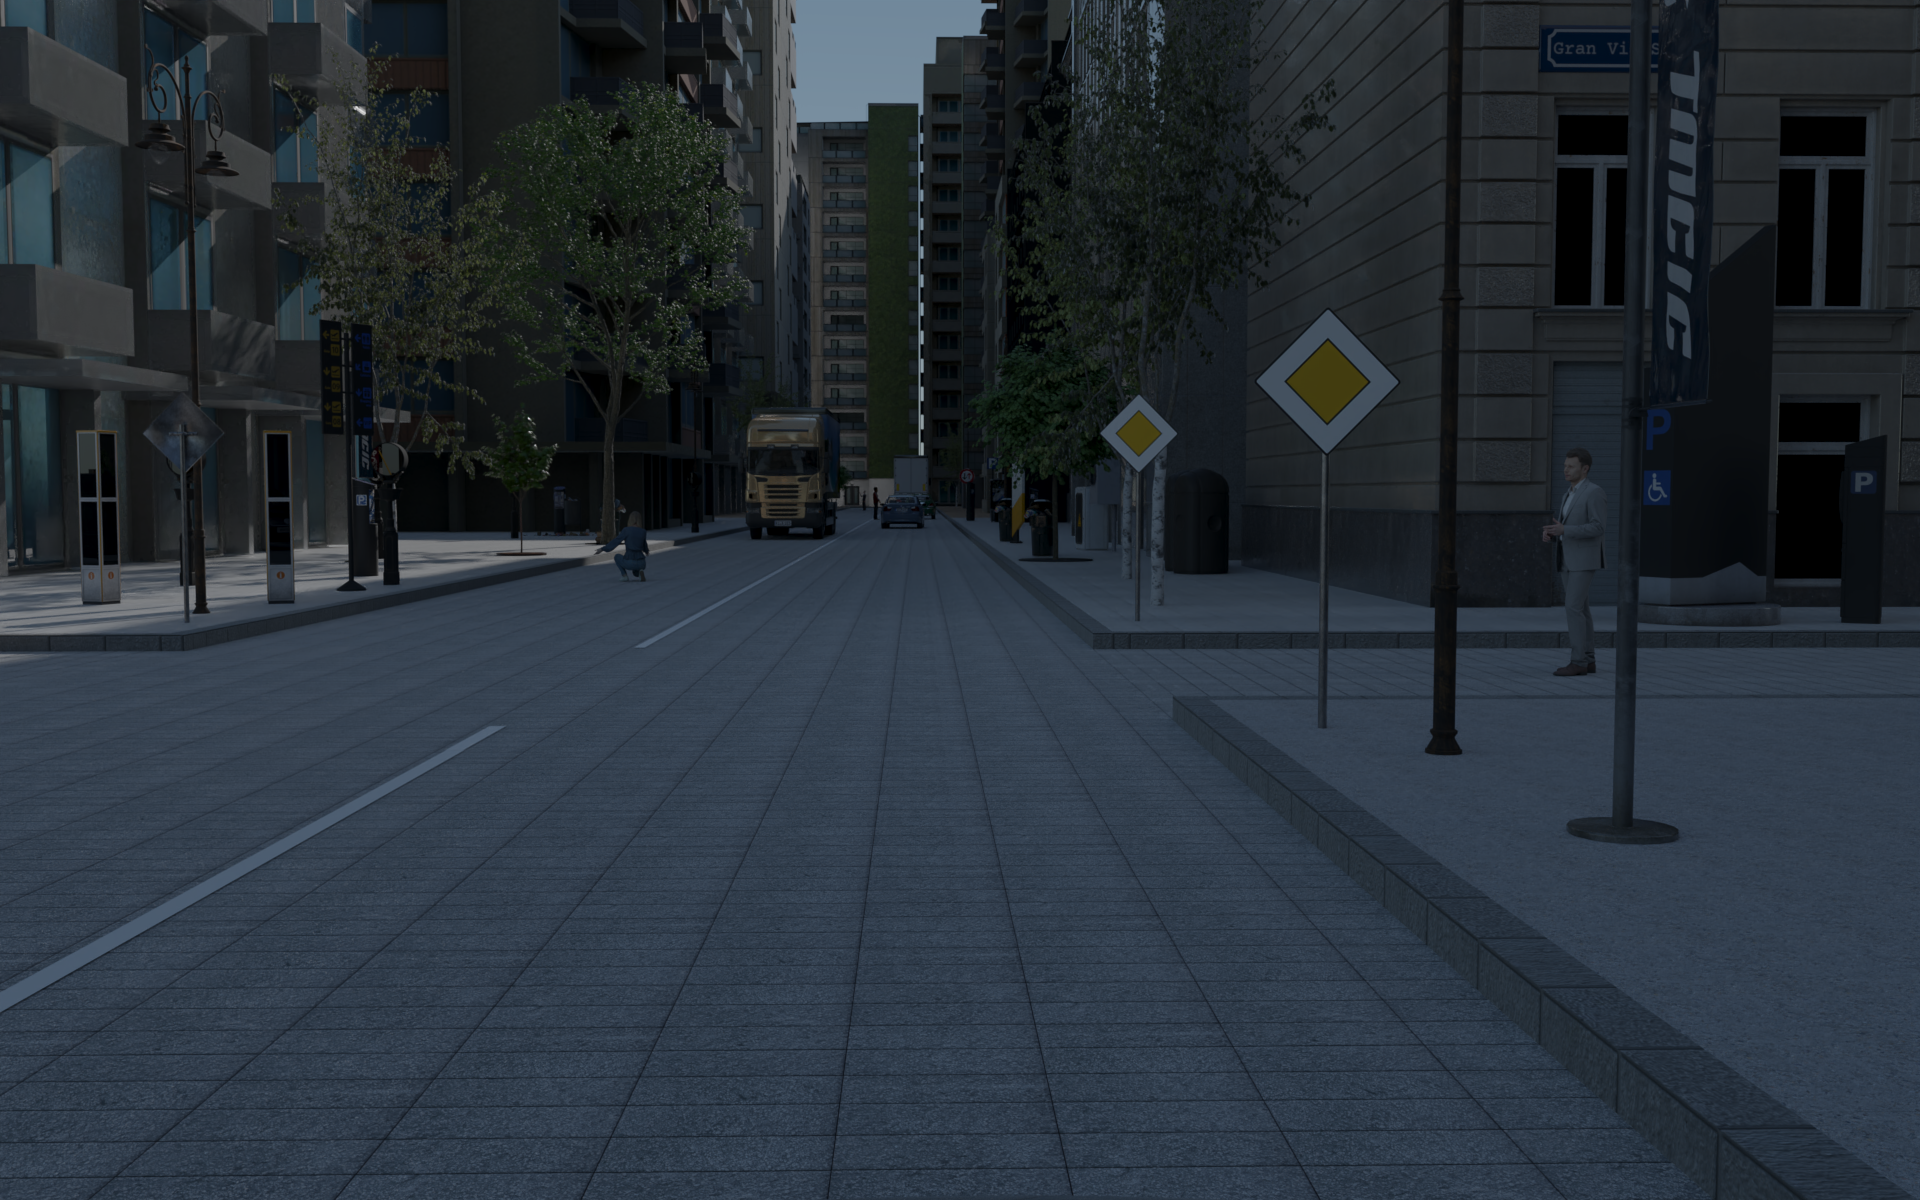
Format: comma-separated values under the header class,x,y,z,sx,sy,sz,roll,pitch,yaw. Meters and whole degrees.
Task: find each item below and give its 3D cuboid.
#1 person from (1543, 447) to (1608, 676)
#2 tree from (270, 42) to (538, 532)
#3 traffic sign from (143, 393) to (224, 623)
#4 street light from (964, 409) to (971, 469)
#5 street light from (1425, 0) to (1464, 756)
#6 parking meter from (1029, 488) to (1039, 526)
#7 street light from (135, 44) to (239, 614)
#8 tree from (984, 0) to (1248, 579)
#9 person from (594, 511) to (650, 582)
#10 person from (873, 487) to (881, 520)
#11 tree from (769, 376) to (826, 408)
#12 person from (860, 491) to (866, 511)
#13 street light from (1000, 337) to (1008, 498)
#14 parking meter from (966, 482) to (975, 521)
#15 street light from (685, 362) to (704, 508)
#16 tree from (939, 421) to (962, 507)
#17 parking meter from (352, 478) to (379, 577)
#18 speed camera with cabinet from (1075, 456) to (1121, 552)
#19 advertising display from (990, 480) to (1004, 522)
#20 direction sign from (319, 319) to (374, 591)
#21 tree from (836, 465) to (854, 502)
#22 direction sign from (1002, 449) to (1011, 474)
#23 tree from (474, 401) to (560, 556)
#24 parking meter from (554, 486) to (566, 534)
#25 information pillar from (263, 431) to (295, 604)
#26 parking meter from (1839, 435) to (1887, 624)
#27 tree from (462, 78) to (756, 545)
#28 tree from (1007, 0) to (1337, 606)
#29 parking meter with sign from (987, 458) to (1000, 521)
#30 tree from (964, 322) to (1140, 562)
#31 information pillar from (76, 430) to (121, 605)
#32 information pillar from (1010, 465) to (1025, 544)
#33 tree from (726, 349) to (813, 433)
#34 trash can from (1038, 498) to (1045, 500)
class,x,y,z,sx,sy,sz,roll,pitch,yaw
person,4.841,-0.311,13.788,0.583,1.804,0.606,-1,4,-11
tree,-9.393,-4.791,28.697,4.360,8.622,3.978,0,3,0
traffic sign,-7.703,-0.829,17.204,0.795,2.450,0.064,0,4,-1
street light,0.427,-7.293,92.022,0.468,5.910,1.993,0,4,-1
street light,2.396,-2.178,8.405,0.468,5.910,1.993,0,4,-1
parking meter,2.987,-3.766,69.981,0.372,1.533,0.369,0,3,0
street light,-8.150,-2.791,18.427,0.468,5.910,1.993,0,4,-1
tree,2.490,-4.641,26.245,4.737,8.622,4.395,0,3,0
person,-5.491,-0.883,28.428,1.012,1.151,0.738,-2,4,-26
person,-4.651,-5.375,96.342,0.705,1.831,1.348,-1,4,-15
tree,-10.332,-9.705,109.033,4.360,8.622,3.978,0,3,0
person,-8.439,-8.618,150.214,0.742,1.727,0.445,1,4,23
street light,1.345,-4.795,51.183,0.468,5.910,1.993,0,4,-1
parking meter,0.516,-4.708,82.690,0.255,1.863,0.399,3,5,40
street light,-9.059,-5.288,59.254,0.468,5.910,1.993,0,4,-1
tree,-0.322,-13.390,169.292,4.737,8.622,4.395,0,3,0
parking meter,-9.293,-1.140,27.055,0.372,1.533,0.369,0,3,0
speed camera with cabinet,3.110,-2.748,39.261,0.660,3.252,2.038,-1,4,-10
advertising display,1.718,-4.495,78.701,0.123,1.923,0.974,3,5,40
direction sign,-8.084,-1.891,22.907,0.379,3.537,0.876,2,4,27
tree,-12.064,-11.363,169.502,4.285,4.588,4.351,0,3,0
direction sign,2.085,-4.690,68.683,0.876,3.537,0.379,2,4,25
tree,-9.074,-2.539,36.108,1.663,3.219,1.824,0,3,0
parking meter,-12.830,-2.881,55.518,0.372,1.533,0.369,0,3,0
information pillar,-7.972,-0.965,20.278,0.304,2.012,0.304,-1,4,-22
parking meter,8.956,-0.703,17.210,0.399,1.863,0.255,2,4,31
tree,-8.752,-7.204,43.540,9.928,11.665,9.643,0,3,0
tree,2.307,-4.257,19.967,4.360,8.622,3.978,0,3,0
parking meter with sign,1.632,-5.249,82.083,0.543,3.016,1.738,0,4,-5
tree,1.803,-3.032,33.294,4.285,4.588,4.351,0,3,0
information pillar,-10.004,-0.956,20.125,0.304,2.012,0.304,1,4,16
information pillar,1.506,-3.275,44.905,0.183,3.616,0.504,-2,4,-31
tree,-9.987,-8.465,88.759,4.737,8.622,4.395,0,3,0
trash can,3.140,-3.622,70.878,0.748,1.137,0.748,0,3,0
